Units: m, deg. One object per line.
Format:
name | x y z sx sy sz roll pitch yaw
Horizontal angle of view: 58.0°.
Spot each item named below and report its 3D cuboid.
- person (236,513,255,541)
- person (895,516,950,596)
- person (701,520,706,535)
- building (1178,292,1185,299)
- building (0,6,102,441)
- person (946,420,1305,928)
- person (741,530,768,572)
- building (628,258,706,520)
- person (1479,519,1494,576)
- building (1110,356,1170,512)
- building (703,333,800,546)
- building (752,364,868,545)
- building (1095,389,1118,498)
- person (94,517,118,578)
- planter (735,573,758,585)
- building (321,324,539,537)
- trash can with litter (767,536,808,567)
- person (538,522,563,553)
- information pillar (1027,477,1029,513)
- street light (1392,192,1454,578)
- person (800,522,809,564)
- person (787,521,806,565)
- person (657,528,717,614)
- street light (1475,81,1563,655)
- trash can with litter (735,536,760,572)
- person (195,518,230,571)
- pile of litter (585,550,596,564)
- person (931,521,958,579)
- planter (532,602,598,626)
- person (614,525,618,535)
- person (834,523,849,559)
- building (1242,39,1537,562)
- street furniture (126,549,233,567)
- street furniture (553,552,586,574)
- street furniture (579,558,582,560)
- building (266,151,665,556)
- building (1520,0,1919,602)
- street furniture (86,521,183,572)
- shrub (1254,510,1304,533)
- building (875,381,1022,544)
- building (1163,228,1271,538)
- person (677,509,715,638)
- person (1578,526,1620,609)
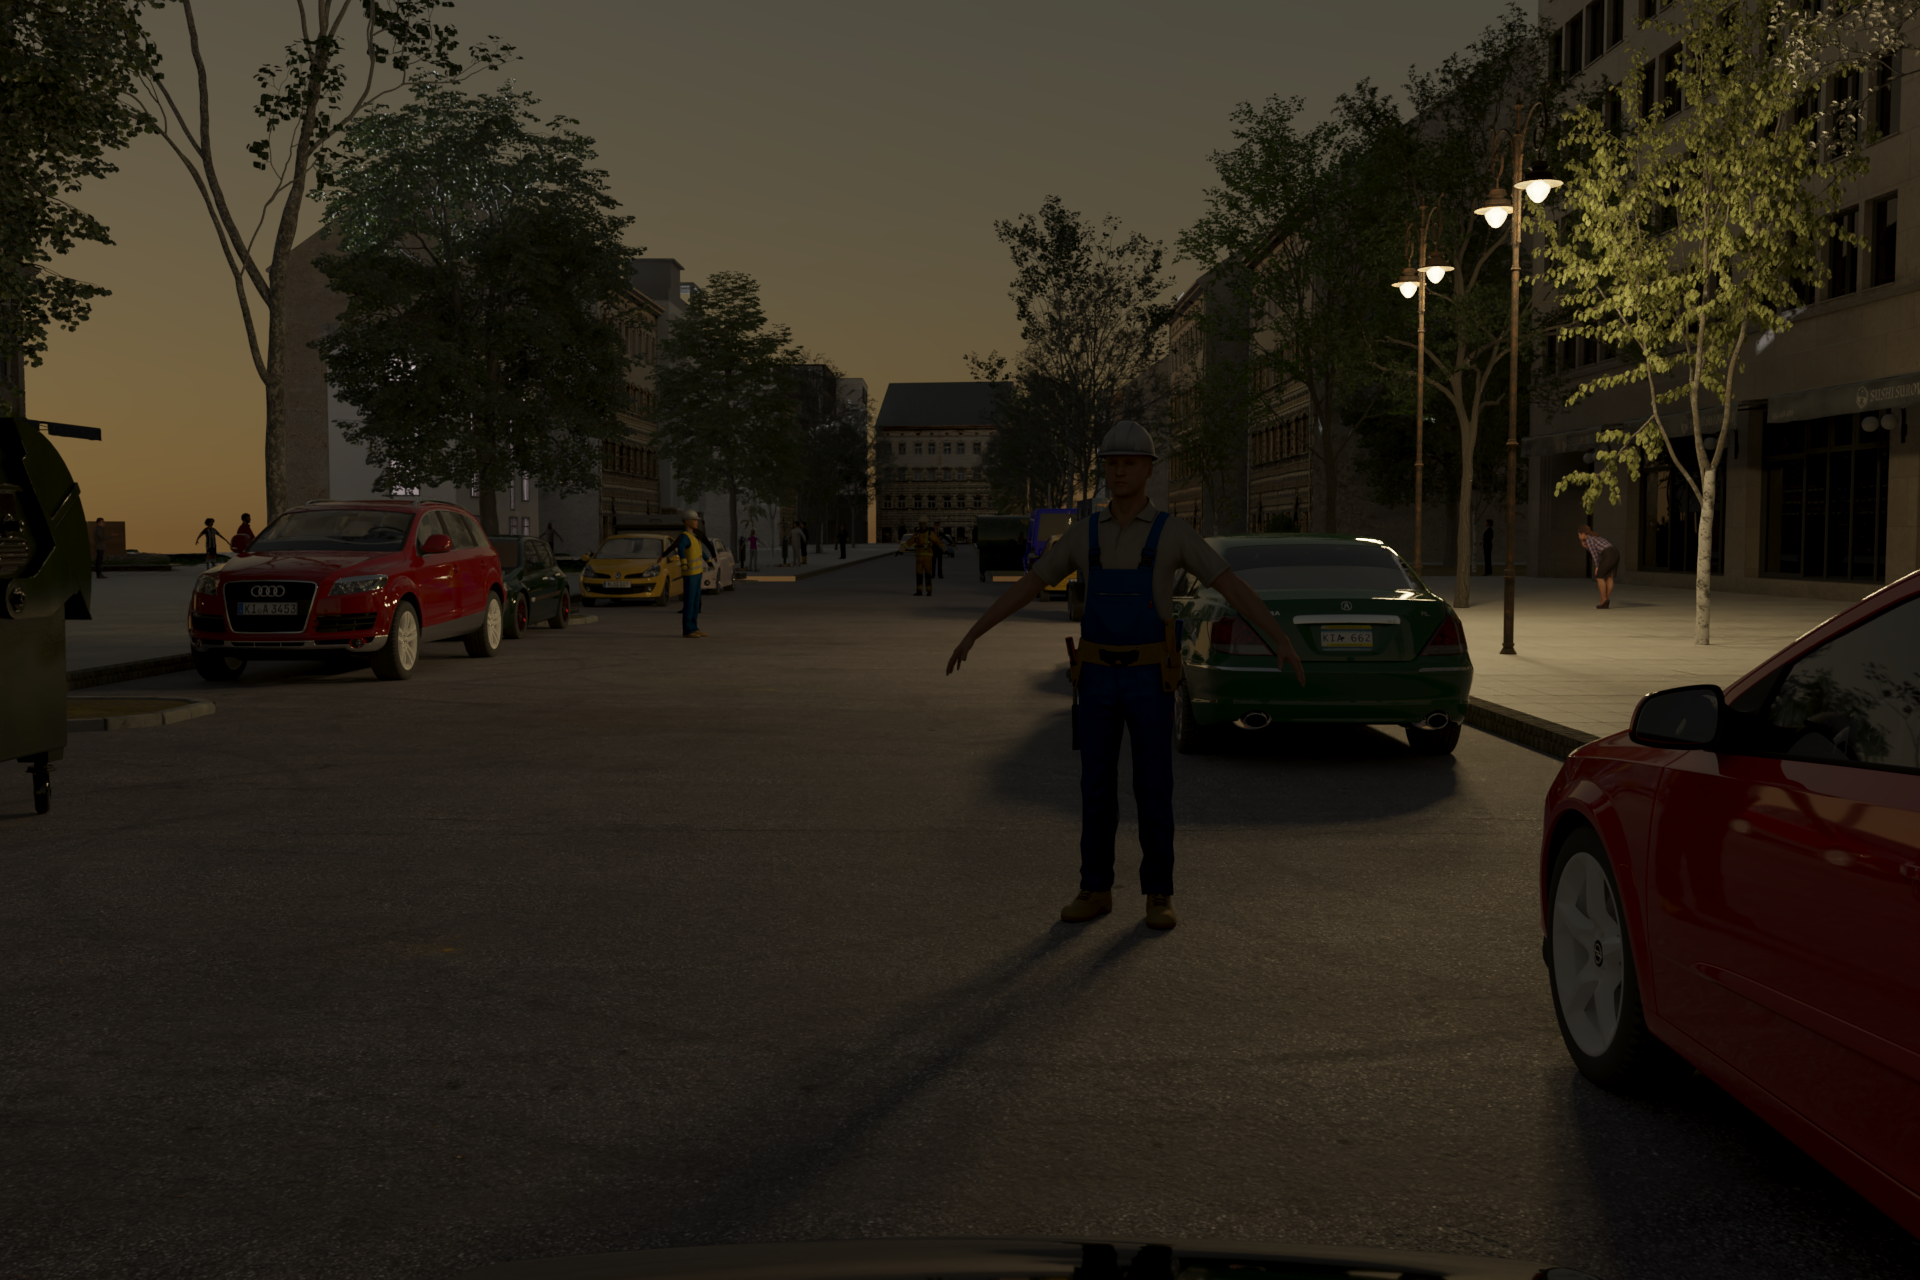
person | -18.064 -2.313 43.922 0.704 1.816 1.345 0 4 2
person | -0.846 -1.949 40.086 1.354 1.858 0.705 1 4 21
person | -9.506 -3.514 63.725 0.705 1.796 1.348 -1 4 -12
building | 22.106 -17.115 136.255 16.016 20.090 11.380 0 3 0
building | -31.976 -18.180 43.360 12.429 33.558 17.177 0 4 0
person | 0.610 0.117 6.397 1.347 1.847 0.705 1 4 20
person | -6.950 -3.007 58.434 0.991 1.433 0.599 1 4 18
building | -24.571 -16.129 120.129 16.016 20.090 11.380 0 4 0
person | 16.177 -2.849 53.307 0.721 1.740 1.216 2 4 29
building | 26.432 -21.908 189.120 19.493 23.208 18.063 0 4 1
building | -28.033 -21.944 189.709 19.493 23.208 18.063 0 3 0
building | -26.667 -23.268 224.405 27.936 21.610 32.646 0 3 0
building | 22.542 -22.379 222.323 16.016 20.090 11.380 0 4 0
person | -24.684 -2.662 50.097 0.750 1.759 0.617 -1 4 -13
planter | -6.887 -1.768 50.049 1.991 0.319 1.994 0 3 0
building | -24.699 -8.629 83.236 9.099 9.664 28.070 0 4 0
trash can with litter | -6.737 -3.491 68.141 1.678 1.210 2.233 0 4 1
person | -18.715 -4.458 79.009 1.348 1.813 0.705 1 4 13
information pillar | 2.822 -4.924 71.854 0.183 3.616 0.504 0 4 1
street light | 6.351 -3.127 23.915 0.468 5.910 1.993 0 4 0
person | -6.655 -4.115 73.419 0.704 1.812 1.346 1 4 16
person | -6.821 -4.017 71.866 1.347 1.806 0.705 3 5 40
person | -4.874 -1.383 31.292 0.704 1.802 1.346 3 5 43
street light | 5.854 -2.785 18.316 0.468 5.910 1.993 0 4 1
trash can with litter | -7.436 -3.012 60.308 1.678 1.210 2.233 0 4 -1
person | -25.235 -3.195 58.388 0.704 1.843 1.345 2 4 28
pile of litter | -10.153 -2.146 49.058 1.176 0.858 1.719 0 3 0
person | -0.739 -2.902 55.840 1.347 1.837 0.705 -1 4 -14
planter | -6.970 -0.427 28.121 1.991 0.319 1.994 0 3 0
person | -17.795 -5.140 90.224 0.705 1.806 1.347 -1 4 -20
person | -6.049 -5.083 89.040 0.705 1.837 1.347 -3 4 -37
building | 25.162 -15.632 86.513 19.493 23.208 18.063 0 4 1
street furniture | -33.348 -3.422 71.570 5.734 0.657 10.072 -1 4 -8
street furniture | -16.922 -2.510 56.665 10.072 0.657 5.734 -1 4 -17
street furniture | -14.201 -3.117 66.591 5.734 0.657 10.072 -1 4 -12
building | -29.697 -16.939 107.877 19.493 23.208 18.063 0 4 1
building | 26.292 -14.057 32.000 24.374 26.755 37.873 0 3 0
street furniture | -30.593 -3.274 60.386 11.010 1.723 9.812 -2 4 -28
shrub | 10.688 -3.287 57.790 1.661 2.075 1.752 0 3 0
building | -1.281 -25.393 248.561 18.063 23.208 19.493 1 4 10
building | 23.823 -17.198 112.121 19.493 23.208 18.063 0 4 0
person | -3.648 -0.923 24.017 0.721 1.772 1.216 1 4 10
person | 10.949 -1.250 29.721 0.697 1.427 0.421 3 4 38
